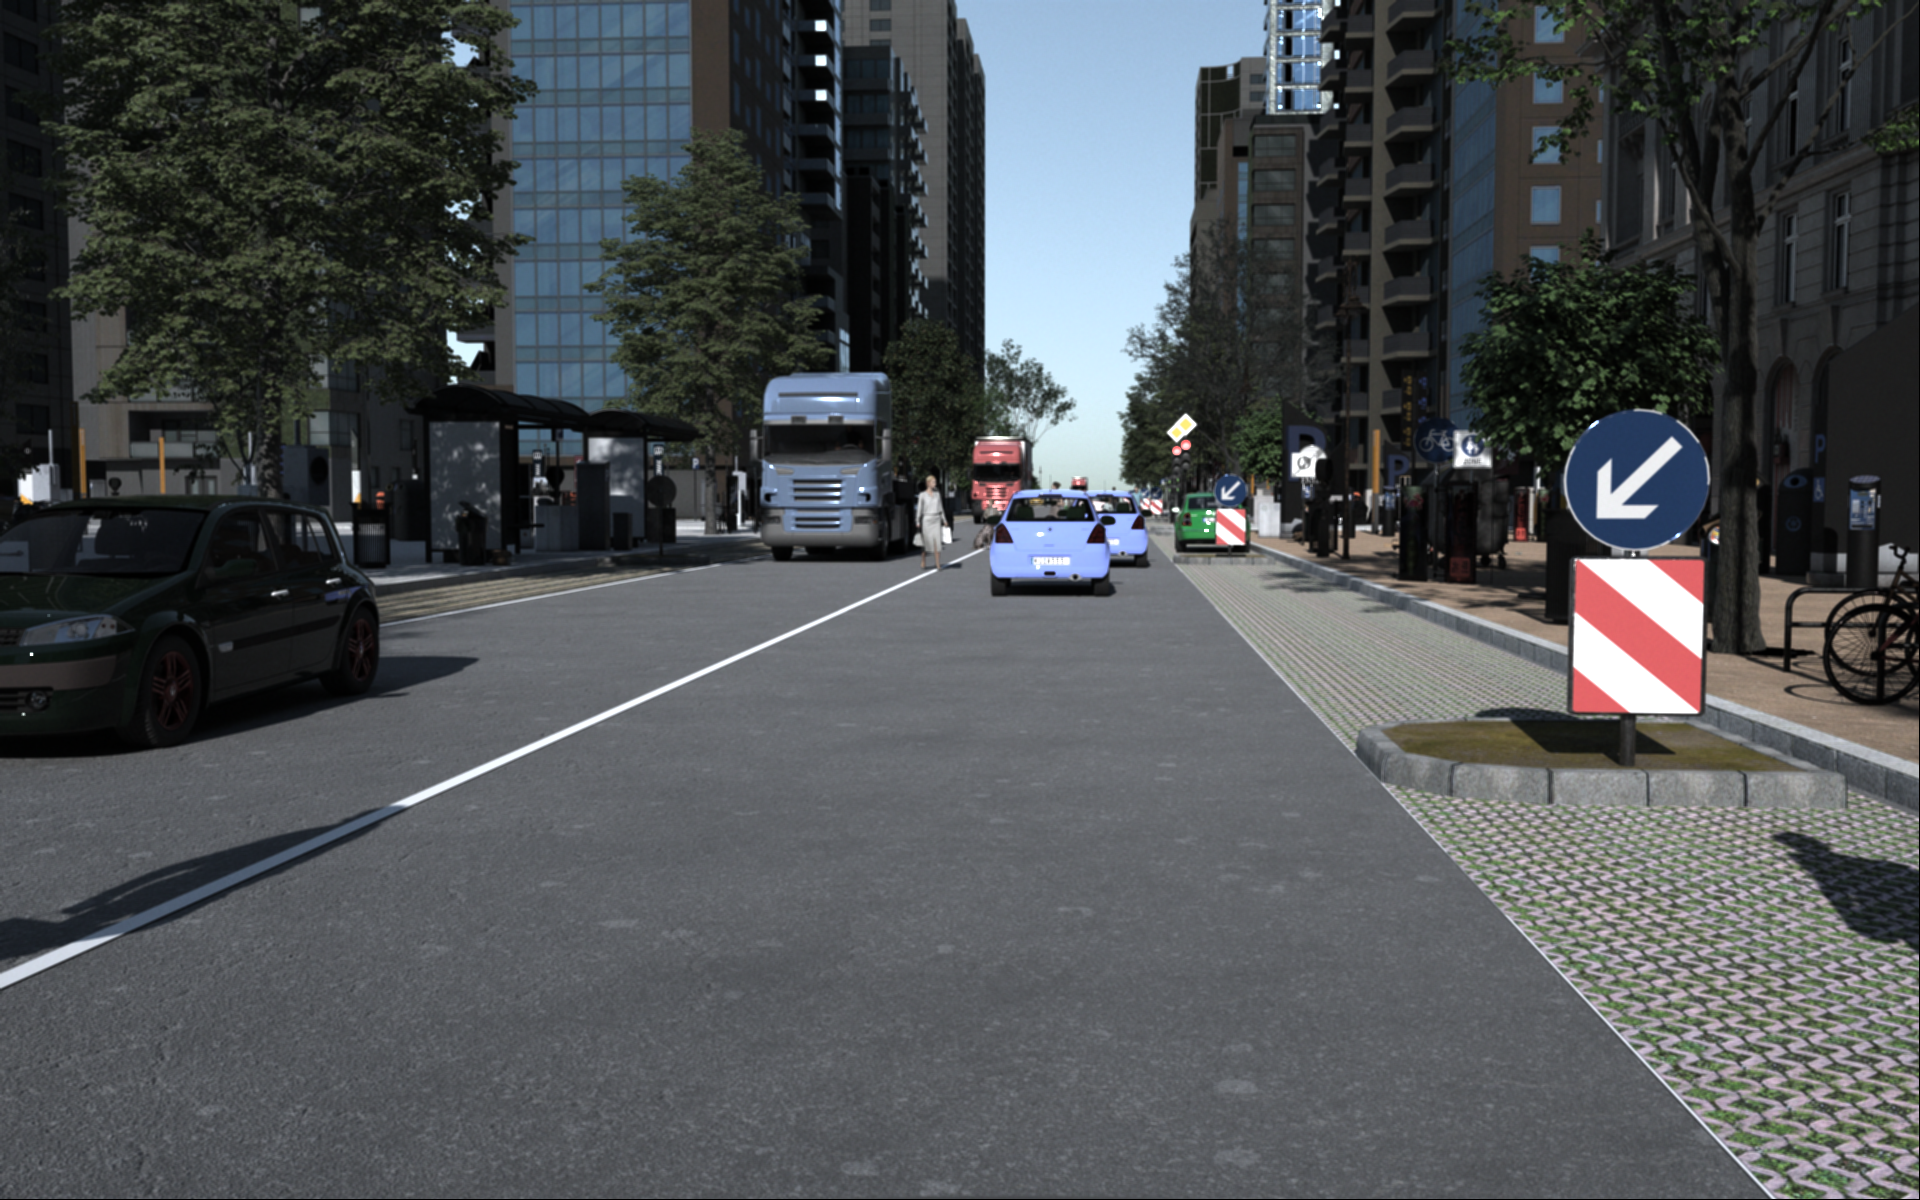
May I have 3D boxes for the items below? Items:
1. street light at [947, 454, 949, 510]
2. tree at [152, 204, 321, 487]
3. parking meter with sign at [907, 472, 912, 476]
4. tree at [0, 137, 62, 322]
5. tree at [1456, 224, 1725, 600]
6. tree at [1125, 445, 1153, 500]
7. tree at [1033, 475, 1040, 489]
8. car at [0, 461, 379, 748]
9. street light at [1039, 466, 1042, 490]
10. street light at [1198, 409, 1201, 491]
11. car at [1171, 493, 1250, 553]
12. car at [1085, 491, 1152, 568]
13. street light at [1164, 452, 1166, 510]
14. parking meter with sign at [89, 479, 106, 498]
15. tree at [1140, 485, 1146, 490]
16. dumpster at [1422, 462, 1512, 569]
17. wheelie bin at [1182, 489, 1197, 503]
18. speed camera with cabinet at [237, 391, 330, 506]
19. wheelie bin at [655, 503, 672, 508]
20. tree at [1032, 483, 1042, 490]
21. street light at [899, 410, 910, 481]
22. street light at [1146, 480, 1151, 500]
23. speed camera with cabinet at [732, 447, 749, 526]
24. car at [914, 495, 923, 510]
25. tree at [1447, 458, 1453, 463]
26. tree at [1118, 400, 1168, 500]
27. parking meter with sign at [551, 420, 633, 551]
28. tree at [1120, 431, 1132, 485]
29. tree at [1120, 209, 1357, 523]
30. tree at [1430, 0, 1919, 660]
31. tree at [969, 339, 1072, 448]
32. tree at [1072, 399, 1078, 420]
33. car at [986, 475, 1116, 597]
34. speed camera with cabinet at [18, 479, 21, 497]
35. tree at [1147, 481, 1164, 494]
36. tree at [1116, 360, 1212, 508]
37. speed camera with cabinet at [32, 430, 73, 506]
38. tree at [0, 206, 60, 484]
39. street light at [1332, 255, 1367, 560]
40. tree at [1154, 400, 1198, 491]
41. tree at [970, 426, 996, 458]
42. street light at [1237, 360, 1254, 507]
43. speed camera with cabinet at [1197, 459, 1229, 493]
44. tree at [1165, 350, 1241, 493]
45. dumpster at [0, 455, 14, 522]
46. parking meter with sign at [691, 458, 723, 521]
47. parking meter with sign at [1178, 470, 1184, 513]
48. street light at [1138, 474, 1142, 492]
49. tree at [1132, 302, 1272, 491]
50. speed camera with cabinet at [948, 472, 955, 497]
[{"bbox_3d":[-0.841,-9.086,121.347,0.468,5.910,1.993,0,4,5],"label":"street light"},{"bbox_3d":[-17.587,-5.631,42.430,4.360,8.622,3.978,0,3,0],"label":"tree"},{"bbox_3d":[-3.987,-8.533,135.769,0.543,3.016,1.738,-1,4,-11],"label":"parking meter with sign"},{"bbox_3d":[-18.561,-4.939,31.116,4.737,8.622,4.395,0,3,0],"label":"tree"},{"bbox_3d":[7.592,-2.289,21.135,4.285,4.588,4.351,0,3,0],"label":"tree"},{"bbox_3d":[31.040,-21.795,290.759,7.601,10.594,8.767,3,5,41],"label":"tree"},{"bbox_3d":[10.376,-16.916,260.289,4.285,4.588,4.351,0,3,0],"label":"tree"},{"bbox_3d":[-5.208,-0.078,11.063,2.009,1.686,4.222,0,4,4],"label":"car"},{"bbox_3d":[13.117,-18.962,282.818,0.468,5.910,1.993,0,4,5],"label":"street light"},{"bbox_3d":[12.529,-7.216,90.771,0.468,5.910,1.993,0,4,5],"label":"street light"},{"bbox_3d":[6.290,-2.117,43.405,1.959,1.807,4.718,0,4,6],"label":"car"},{"bbox_3d":[2.924,-1.554,35.006,1.945,1.707,3.694,0,4,5],"label":"car"},{"bbox_3d":[16.883,-10.380,142.492,0.468,5.910,1.993,0,4,5],"label":"street light"},{"bbox_3d":[-44.954,-5.756,90.363,1.738,3.016,0.543,-3,5,-44],"label":"parking meter with sign"},{"bbox_3d":[29.021,-16.953,271.774,1.663,3.219,1.824,0,3,0],"label":"tree"},{"bbox_3d":[8.841,-1.496,30.218,1.264,1.857,1.865,0,4,5],"label":"dumpster"},{"bbox_3d":[18.069,-7.949,137.879,0.693,1.594,0.980,-2,4,-28],"label":"wheelie bin"},{"bbox_3d":[-12.525,-2.310,32.107,0.660,3.252,2.038,1,4,14],"label":"speed camera with cabinet"},{"bbox_3d":[-14.022,-4.518,81.777,0.980,1.594,0.693,1,4,17],"label":"wheelie bin"},{"bbox_3d":[13.357,-18.398,295.415,1.663,3.219,1.824,0,3,0],"label":"tree"},{"bbox_3d":[-3.062,-7.517,95.688,0.468,5.910,1.993,0,4,5],"label":"street light"},{"bbox_3d":[23.561,-15.044,218.758,0.468,5.910,1.993,0,4,5],"label":"street light"},{"bbox_3d":[-8.894,-4.596,69.484,0.660,3.252,2.038,0,4,3],"label":"speed camera with cabinet"},{"bbox_3d":[-2.043,-4.267,81.761,2.014,1.417,4.499,0,4,5],"label":"car"},{"bbox_3d":[21.009,-4.842,73.773,1.663,3.219,1.824,0,3,0],"label":"tree"},{"bbox_3d":[23.859,-17.835,208.607,9.611,12.733,9.660,0,3,0],"label":"tree"},{"bbox_3d":[-8.346,-2.639,39.403,1.738,3.016,0.543,0,4,7],"label":"parking meter with sign"},{"bbox_3d":[27.266,-20.875,259.424,7.486,12.596,7.792,0,3,0],"label":"tree"},{"bbox_3d":[11.991,-10.109,75.646,12.009,13.543,11.850,0,3,0],"label":"tree"},{"bbox_3d":[6.135,-5.382,13.746,9.928,11.665,9.643,0,3,0],"label":"tree"},{"bbox_3d":[6.622,-21.596,208.975,12.611,20.169,13.585,0,3,0],"label":"tree"},{"bbox_3d":[10.316,-23.400,238.471,12.611,20.169,13.585,0,3,0],"label":"tree"},{"bbox_3d":[1.338,-0.976,25.555,1.945,1.707,3.694,0,4,3],"label":"car"},{"bbox_3d":[-43.258,-5.325,81.402,0.660,3.252,2.038,1,4,16],"label":"speed camera with cabinet"},{"bbox_3d":[22.039,-11.983,190.521,1.663,3.219,1.824,0,3,0],"label":"tree"},{"bbox_3d":[19.029,-15.311,156.989,9.857,13.997,8.962,0,3,0],"label":"tree"},{"bbox_3d":[-28.182,-3.651,54.035,0.660,3.252,2.038,0,4,-3],"label":"speed camera with cabinet"},{"bbox_3d":[-23.615,-5.573,41.483,4.360,8.622,3.978,0,3,0],"label":"tree"},{"bbox_3d":[7.556,-3.728,33.734,0.468,5.910,1.993,0,4,5],"label":"street light"},{"bbox_3d":[16.784,-11.116,132.115,4.737,8.622,4.395,0,3,0],"label":"tree"},{"bbox_3d":[2.850,-13.933,178.173,4.360,8.622,3.978,0,3,0],"label":"tree"},{"bbox_3d":[9.821,-5.312,59.647,0.468,5.910,1.993,0,4,5],"label":"street light"},{"bbox_3d":[13.205,-5.787,88.950,2.038,3.252,0.660,-1,4,-19],"label":"speed camera with cabinet"},{"bbox_3d":[12.227,-8.252,85.282,4.360,8.622,3.978,0,3,0],"label":"tree"},{"bbox_3d":[-10.969,-0.930,17.706,1.502,2.255,1.985,0,4,5],"label":"dumpster"},{"bbox_3d":[-11.983,-5.282,82.614,1.738,3.016,0.543,2,4,31],"label":"parking meter with sign"},{"bbox_3d":[13.812,-6.918,109.373,0.543,3.016,1.738,0,4,2],"label":"parking meter with sign"},{"bbox_3d":[28.422,-18.542,275.942,0.468,5.910,1.993,0,4,5],"label":"street light"},{"bbox_3d":[14.753,-11.268,102.359,7.486,12.596,7.792,0,3,0],"label":"tree"},{"bbox_3d":[-1.381,-8.577,134.572,2.038,3.252,0.660,-2,4,-28],"label":"speed camera with cabinet"}]
